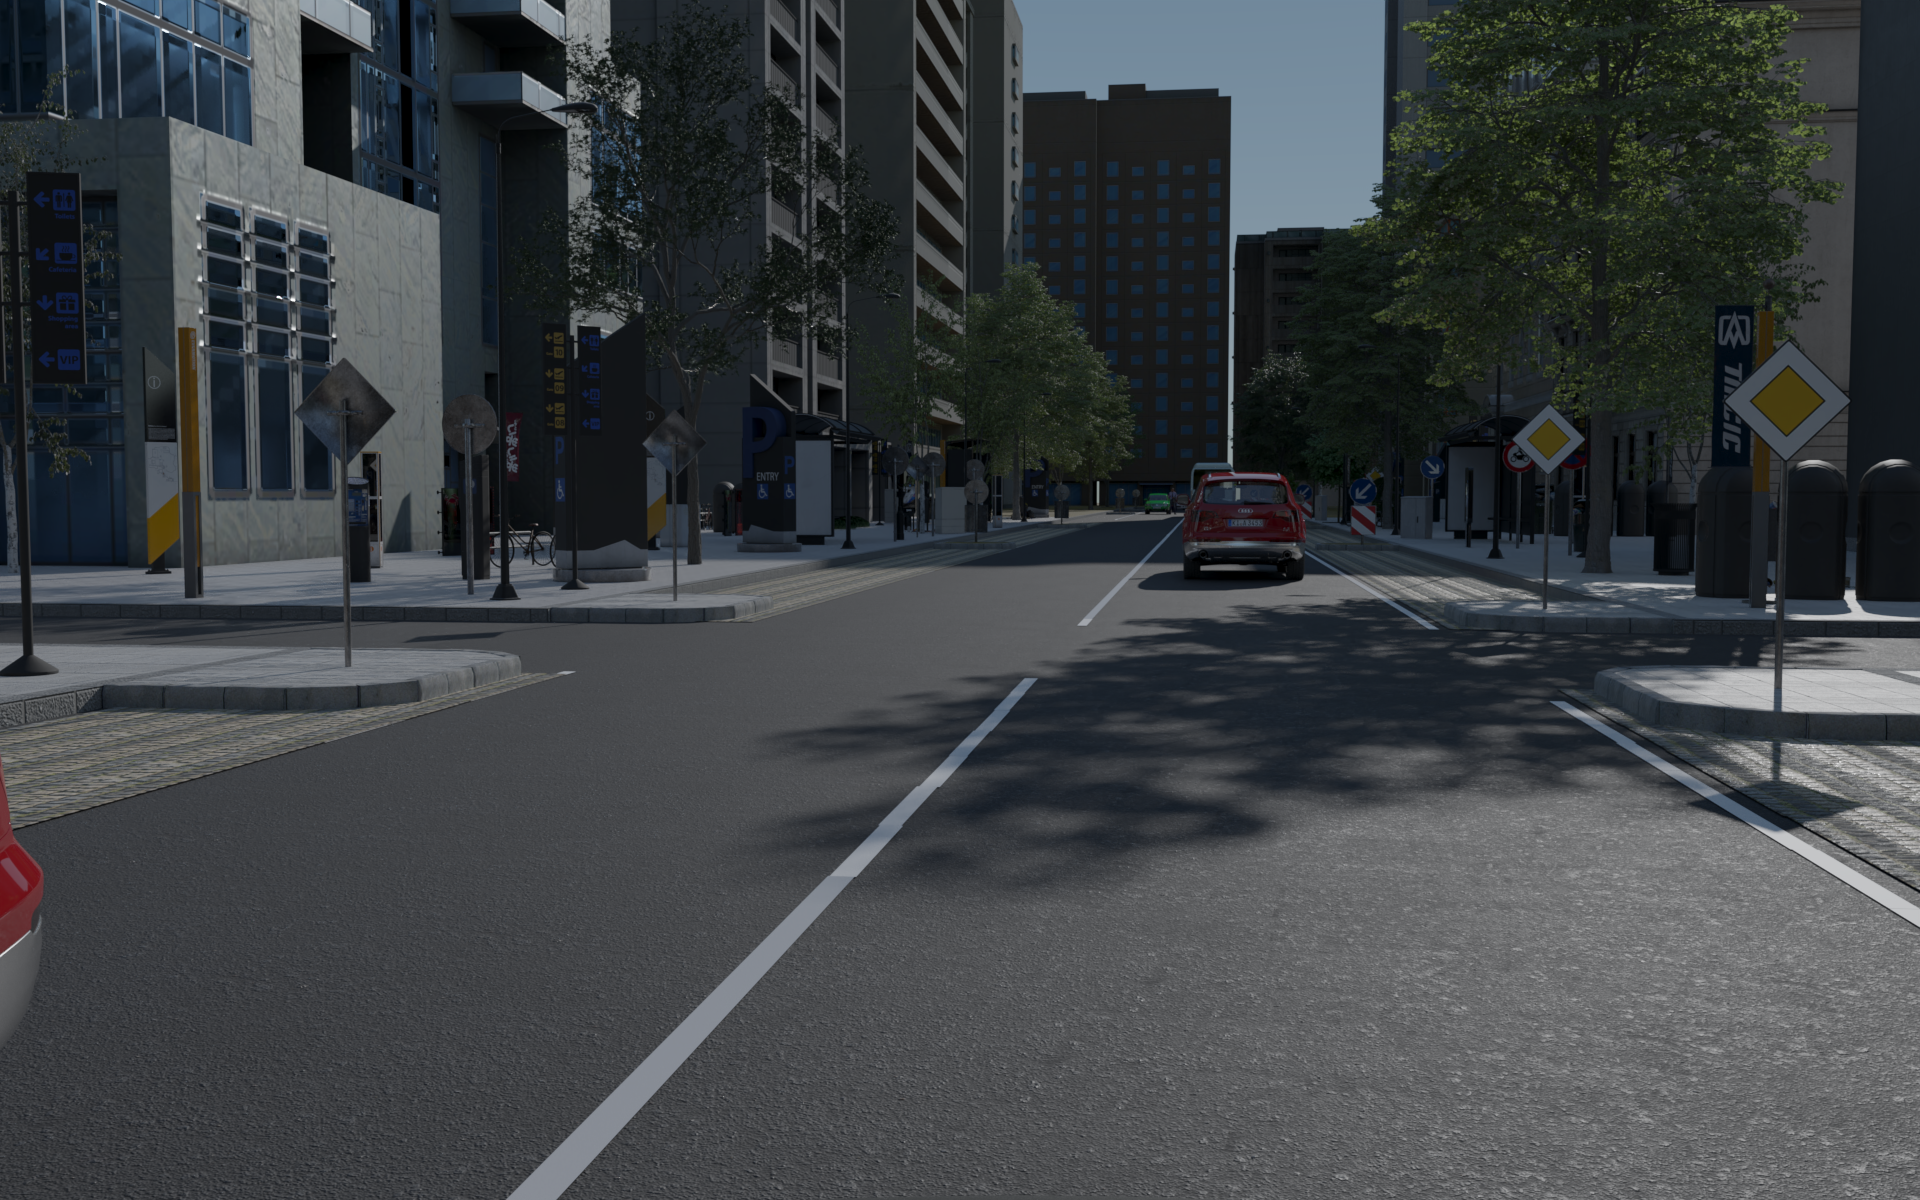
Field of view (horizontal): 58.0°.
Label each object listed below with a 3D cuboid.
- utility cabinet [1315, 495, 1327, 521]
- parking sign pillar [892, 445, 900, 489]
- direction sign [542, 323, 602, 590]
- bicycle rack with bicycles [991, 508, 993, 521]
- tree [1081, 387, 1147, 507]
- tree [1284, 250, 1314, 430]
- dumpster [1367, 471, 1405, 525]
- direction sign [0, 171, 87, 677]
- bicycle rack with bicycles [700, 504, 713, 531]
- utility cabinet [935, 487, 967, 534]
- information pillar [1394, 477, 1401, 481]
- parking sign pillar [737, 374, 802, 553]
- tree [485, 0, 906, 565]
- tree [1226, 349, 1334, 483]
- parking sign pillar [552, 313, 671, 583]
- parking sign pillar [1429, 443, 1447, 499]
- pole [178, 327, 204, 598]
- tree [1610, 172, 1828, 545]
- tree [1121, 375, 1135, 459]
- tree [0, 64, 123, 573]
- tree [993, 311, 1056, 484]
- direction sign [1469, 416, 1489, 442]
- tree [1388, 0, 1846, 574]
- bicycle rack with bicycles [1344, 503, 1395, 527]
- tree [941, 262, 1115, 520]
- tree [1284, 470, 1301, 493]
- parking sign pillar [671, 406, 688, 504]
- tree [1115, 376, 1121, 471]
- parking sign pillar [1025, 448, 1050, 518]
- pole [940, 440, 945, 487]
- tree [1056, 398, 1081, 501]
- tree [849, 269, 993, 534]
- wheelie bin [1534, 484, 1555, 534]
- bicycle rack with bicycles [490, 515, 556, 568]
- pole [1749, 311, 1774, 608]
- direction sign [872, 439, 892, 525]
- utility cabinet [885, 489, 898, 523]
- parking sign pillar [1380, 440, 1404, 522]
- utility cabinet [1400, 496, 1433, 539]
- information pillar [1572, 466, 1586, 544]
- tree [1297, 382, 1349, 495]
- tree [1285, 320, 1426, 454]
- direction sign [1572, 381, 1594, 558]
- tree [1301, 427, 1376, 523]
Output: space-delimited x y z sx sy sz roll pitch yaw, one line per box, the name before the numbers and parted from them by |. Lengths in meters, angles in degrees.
utility cabinet | 17.498 -4.454 83.989 0.306 1.237 1.020 0 4 -7
parking sign pillar | -3.446 -6.427 93.550 1.447 3.967 1.447 0 4 -2
direction sign | -5.188 -1.911 23.242 0.876 3.537 0.379 -3 5 -43
bicycle rack with bicycles | 0.205 -4.286 83.455 2.852 0.926 2.925 -1 4 -11
tree | 14.115 -14.726 166.523 9.928 11.665 9.643 0 3 0
tree | 15.530 -8.855 62.908 7.486 12.596 7.792 0 3 0
dumpster | 17.091 -4.119 69.836 1.502 2.255 1.985 0 4 8
direction sign | -6.636 -1.238 12.237 0.876 3.537 0.379 -1 4 -11
bicycle rack with bicycles | -9.839 -2.985 62.184 2.852 0.926 2.925 1 4 9
utility cabinet | -0.300 -2.874 55.672 0.318 1.500 1.173 3 5 43
information pillar | 19.271 -4.398 76.404 0.304 2.012 0.304 0 4 3
parking sign pillar | -4.252 -3.061 38.514 1.447 3.967 1.447 3 5 39
tree | -4.713 -5.944 31.590 8.767 10.594 7.601 1 4 17
tree | 28.476 -15.081 153.231 9.857 13.997 8.962 0 3 0
parking sign pillar | -5.316 -2.272 25.624 1.447 3.967 1.447 -3 4 -36
parking sign pillar | 24.961 -6.241 90.516 1.447 3.967 1.447 3 4 37
pole | -9.460 -1.679 21.297 0.158 3.312 0.155 0 3 0
tree | 17.270 -5.424 39.042 4.737 8.622 4.395 0 3 0
tree | 10.346 -13.443 137.914 7.486 12.596 7.792 0 3 0
tree | -15.383 -4.726 27.629 4.360 8.622 3.978 0 3 0
tree | 1.084 -7.240 68.741 4.737 8.622 4.395 0 3 0
direction sign | 15.051 -3.568 50.329 0.876 3.537 0.379 -3 4 -37
tree | 10.319 -6.736 28.257 7.486 12.596 7.792 0 3 0
bicycle rack with bicycles | 16.673 -3.303 67.394 2.852 0.926 2.925 -1 4 -17
tree | 2.755 -10.180 84.572 7.486 12.596 7.792 0 3 0
tree | 26.484 -8.789 138.298 1.663 3.219 1.824 0 3 0
parking sign pillar | -8.486 -3.821 50.941 1.447 3.967 1.447 1 4 13
tree | 4.951 -11.072 99.159 7.486 12.596 7.792 0 3 0
parking sign pillar | 4.131 -6.434 93.673 1.447 3.967 1.447 2 4 26
pole | -0.653 -4.377 65.414 0.158 3.312 0.155 0 3 0
tree | 6.210 -9.775 110.187 4.737 8.622 4.395 0 3 0
tree | -1.458 -6.460 55.976 4.737 8.622 4.395 0 3 0
wheelie bin | 18.676 -2.904 55.389 0.980 1.594 0.693 1 4 23
bicycle rack with bicycles | -7.045 -1.032 30.256 2.852 0.926 2.925 1 4 23
pole | 8.998 -1.566 19.440 0.158 3.312 0.155 0 3 0
direction sign | -3.285 -4.819 70.792 0.876 3.537 0.379 3 5 43
utility cabinet | -2.736 -4.147 76.476 1.173 1.500 0.318 2 4 25
parking sign pillar | 19.977 -5.557 79.325 1.447 3.967 1.447 0 4 0
utility cabinet | 13.125 -2.364 49.820 0.306 1.237 1.020 -2 4 -29
information pillar | 16.028 -2.465 44.792 0.304 2.012 0.304 3 5 40
tree | 22.248 -9.516 105.944 4.360 8.622 3.978 0 3 0
tree | 19.363 -9.185 84.594 7.601 10.594 8.767 1 4 16
direction sign | 12.656 -2.624 34.904 0.876 3.537 0.379 -2 4 -28
tree | 16.752 -5.695 76.830 4.285 4.588 4.351 0 3 0
